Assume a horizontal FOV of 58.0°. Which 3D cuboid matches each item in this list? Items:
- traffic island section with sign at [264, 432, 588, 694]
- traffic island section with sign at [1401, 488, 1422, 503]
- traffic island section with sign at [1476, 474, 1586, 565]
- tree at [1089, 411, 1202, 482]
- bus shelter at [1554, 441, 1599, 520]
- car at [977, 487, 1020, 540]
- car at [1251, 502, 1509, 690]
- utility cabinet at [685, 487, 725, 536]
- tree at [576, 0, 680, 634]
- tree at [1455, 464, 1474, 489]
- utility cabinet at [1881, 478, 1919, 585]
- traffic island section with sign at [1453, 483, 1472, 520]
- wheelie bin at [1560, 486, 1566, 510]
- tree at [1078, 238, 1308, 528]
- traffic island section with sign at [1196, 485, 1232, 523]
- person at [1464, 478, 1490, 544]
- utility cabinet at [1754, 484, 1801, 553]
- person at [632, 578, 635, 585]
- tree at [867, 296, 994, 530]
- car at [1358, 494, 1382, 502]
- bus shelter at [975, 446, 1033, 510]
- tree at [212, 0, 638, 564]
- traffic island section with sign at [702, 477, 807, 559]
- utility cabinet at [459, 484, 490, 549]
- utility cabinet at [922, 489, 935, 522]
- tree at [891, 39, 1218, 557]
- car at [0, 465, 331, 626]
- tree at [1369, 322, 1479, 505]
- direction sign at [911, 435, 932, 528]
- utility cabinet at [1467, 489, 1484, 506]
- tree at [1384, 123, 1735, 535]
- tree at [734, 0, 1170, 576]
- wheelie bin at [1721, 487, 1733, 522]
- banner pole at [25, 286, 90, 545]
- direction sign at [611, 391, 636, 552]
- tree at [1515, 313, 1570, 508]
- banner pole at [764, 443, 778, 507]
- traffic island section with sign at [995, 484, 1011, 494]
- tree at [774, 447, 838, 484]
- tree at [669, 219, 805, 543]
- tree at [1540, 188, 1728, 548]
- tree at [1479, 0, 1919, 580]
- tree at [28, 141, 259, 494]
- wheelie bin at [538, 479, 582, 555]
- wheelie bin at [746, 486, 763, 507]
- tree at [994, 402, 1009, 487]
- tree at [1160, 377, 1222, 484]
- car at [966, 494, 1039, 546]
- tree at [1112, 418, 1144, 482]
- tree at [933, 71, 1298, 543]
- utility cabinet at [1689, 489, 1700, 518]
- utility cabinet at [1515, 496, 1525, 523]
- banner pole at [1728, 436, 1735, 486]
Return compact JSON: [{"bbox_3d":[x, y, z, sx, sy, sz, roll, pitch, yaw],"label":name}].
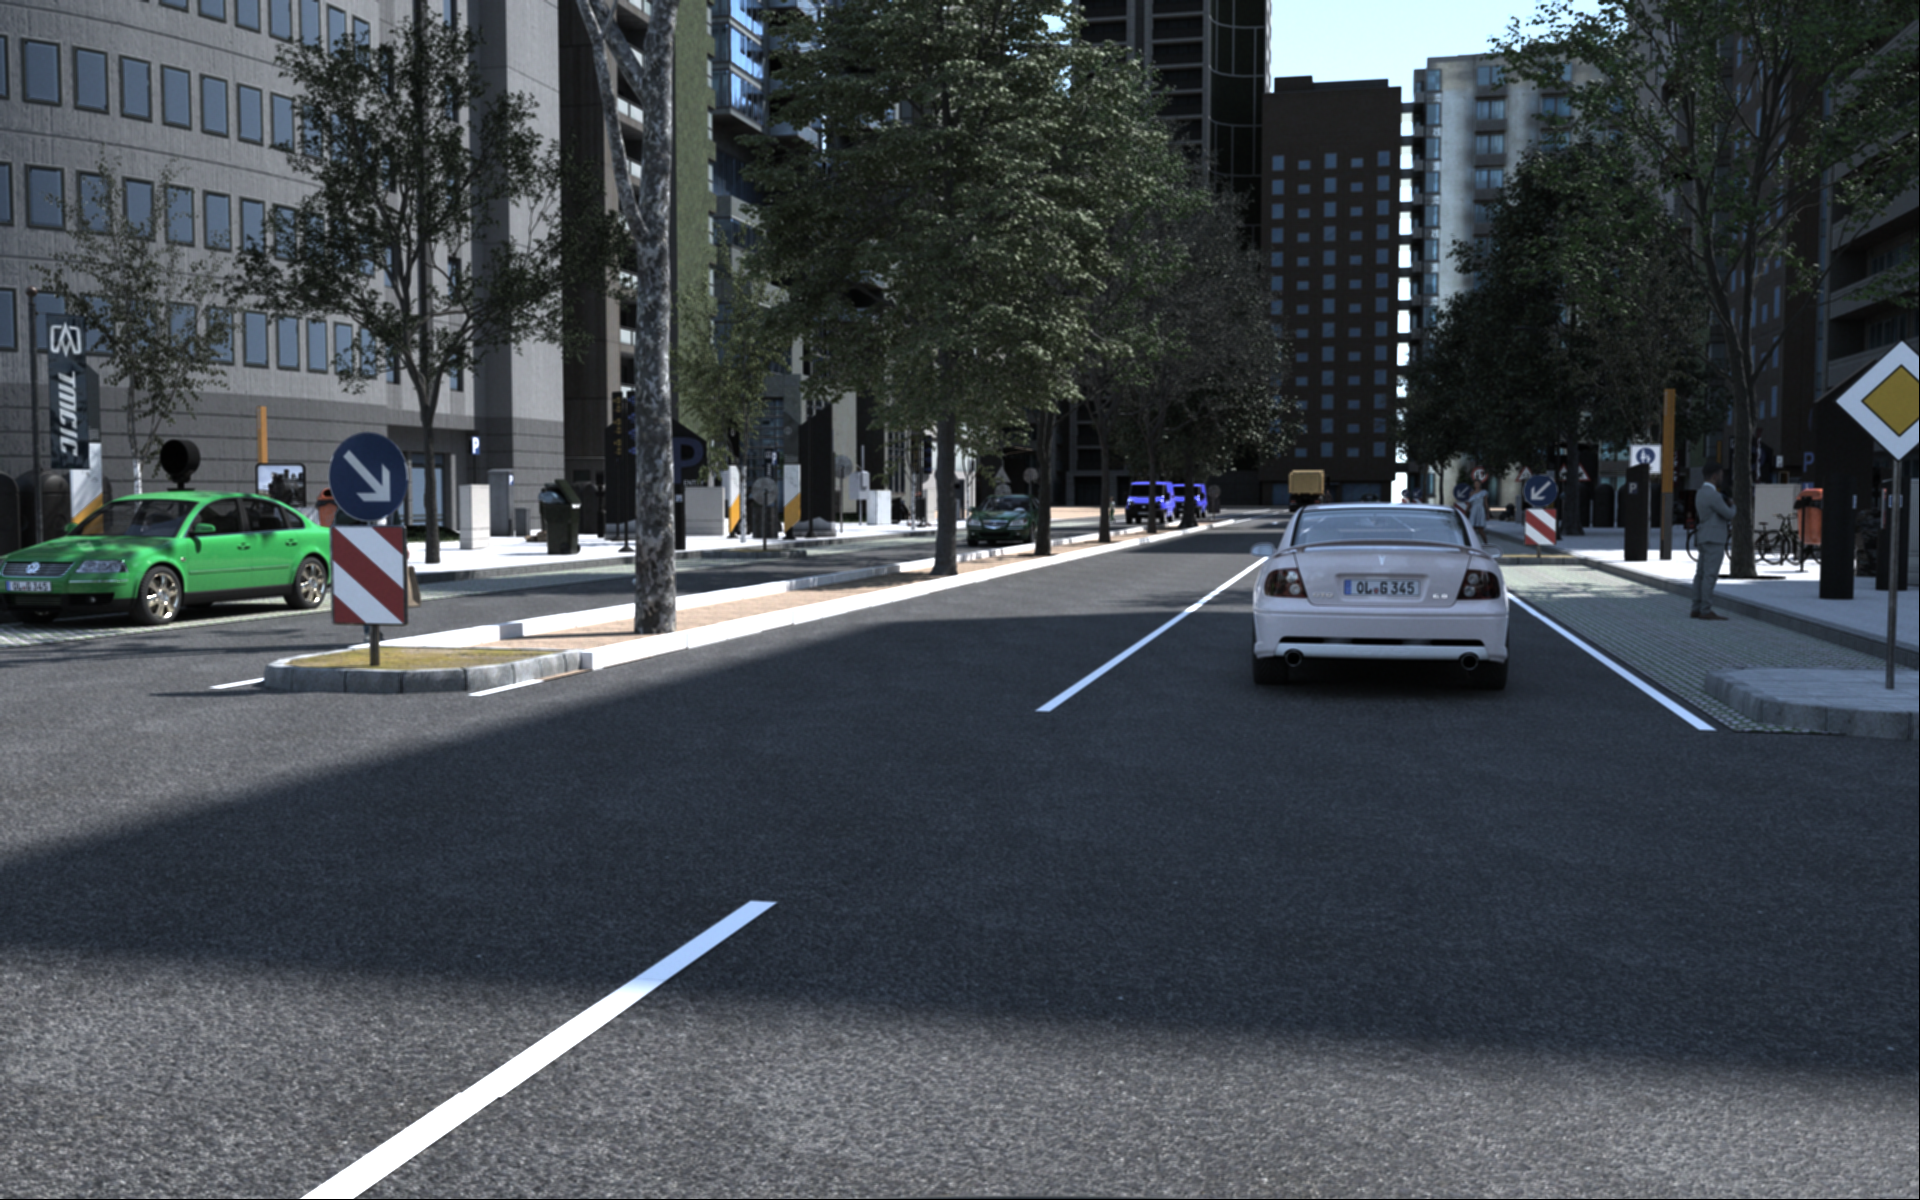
[{"bbox_3d":[-4.237,-0.325,13.443,2.006,1.907,1.989,1,4,13],"label":"traffic island section with sign"},{"bbox_3d":[29.112,-6.252,110.847,1.989,1.847,2.006,1,4,13],"label":"traffic island section with sign"},{"bbox_3d":[11.752,-1.653,35.650,1.989,1.847,2.006,1,4,13],"label":"traffic island section with sign"},{"bbox_3d":[14.557,-12.258,134.833,8.767,10.594,7.601,-1,4,-11],"label":"tree"},{"bbox_3d":[27.994,-5.384,79.319,1.731,3.624,6.357,1,4,13],"label":"bus shelter"},{"bbox_3d":[1.611,-2.743,54.640,2.009,1.686,4.222,1,4,12],"label":"car"},{"bbox_3d":[3.408,-0.113,14.211,2.083,1.381,4.827,1,4,12],"label":"car"},{"bbox_3d":[-7.757,-2.691,52.679,1.173,1.500,0.318,0,4,4],"label":"utility cabinet"},{"bbox_3d":[-4.121,-9.782,18.282,12.611,20.169,13.585,0,3,0],"label":"tree"},{"bbox_3d":[31.538,-6.977,108.675,1.663,3.219,1.824,0,3,0],"label":"tree"},{"bbox_3d":[13.478,-0.946,24.139,0.318,1.500,1.173,-2,4,-31],"label":"utility cabinet"},{"bbox_3d":[17.813,-3.259,61.918,1.989,1.847,2.006,1,4,13],"label":"traffic island section with sign"},{"bbox_3d":[24.492,-3.759,69.364,0.980,1.594,0.693,0,4,4],"label":"wheelie bin"},{"bbox_3d":[9.647,-9.366,72.602,9.611,12.733,9.660,0,3,0],"label":"tree"},{"bbox_3d":[12.648,-4.803,86.667,2.006,1.907,1.989,1,4,13],"label":"traffic island section with sign"},{"bbox_3d":[12.423,-2.021,41.634,0.778,1.811,0.616,-3,5,-44],"label":"person"},{"bbox_3d":[17.874,-1.780,37.789,0.318,1.500,1.173,-1,4,-16],"label":"utility cabinet"},{"bbox_3d":[-4.557,-1.002,25.554,0.598,1.740,0.731,-2,4,-31],"label":"person"},{"bbox_3d":[-1.647,-6.833,62.078,4.737,8.622,4.395,0,3,0],"label":"tree"},{"bbox_3d":[35.336,-8.531,149.270,2.009,1.686,4.222,1,4,13],"label":"car"},{"bbox_3d":[2.251,-5.840,86.768,1.731,3.624,6.357,1,4,13],"label":"bus shelter"},{"bbox_3d":[-9.677,-5.971,32.039,8.767,10.594,7.601,0,4,7],"label":"tree"},{"bbox_3d":[-4.556,-1.865,39.117,1.989,1.847,2.006,1,4,13],"label":"traffic island section with sign"},{"bbox_3d":[-11.285,-1.931,40.246,0.318,1.500,1.173,0,4,5],"label":"utility cabinet"},{"bbox_3d":[-1.460,-4.256,78.271,0.318,1.500,1.173,1,4,16],"label":"utility cabinet"},{"bbox_3d":[1.994,-6.805,39.479,9.928,11.665,9.643,0,3,0],"label":"tree"},{"bbox_3d":[-9.157,-0.701,20.255,1.959,1.807,4.718,1,4,13],"label":"car"},{"bbox_3d":[34.278,-13.032,123.441,12.009,13.543,11.850,0,3,0],"label":"tree"},{"bbox_3d":[-1.484,-4.554,66.452,0.876,3.537,0.379,-2,4,-27],"label":"direction sign"},{"bbox_3d":[24.350,-4.470,81.761,0.318,1.500,1.173,3,5,44],"label":"utility cabinet"},{"bbox_3d":[19.167,-8.373,53.906,9.611,12.733,9.660,0,3,0],"label":"tree"},{"bbox_3d":[-0.264,-6.715,30.382,7.486,12.596,7.792,0,3,0],"label":"tree"},{"bbox_3d":[35.339,-4.408,79.985,0.980,1.594,0.693,-3,5,-43],"label":"wheelie bin"},{"bbox_3d":[-11.043,-1.905,21.158,0.401,3.779,0.863,3,4,38],"label":"banner pole"},{"bbox_3d":[-7.384,-2.828,38.242,0.876,3.537,0.379,3,5,42],"label":"direction sign"},{"bbox_3d":[22.020,-7.113,66.661,4.737,8.622,4.395,0,3,0],"label":"tree"},{"bbox_3d":[-9.123,-5.756,84.133,0.863,3.779,0.401,-2,4,-27],"label":"banner pole"},{"bbox_3d":[1.582,-3.494,65.751,1.989,1.847,2.006,1,4,13],"label":"traffic island section with sign"},{"bbox_3d":[-7.975,-6.501,90.009,4.285,4.588,4.351,0,3,0],"label":"tree"},{"bbox_3d":[-5.921,-5.812,45.389,4.737,8.622,4.395,0,3,0],"label":"tree"},{"bbox_3d":[16.033,-5.529,40.769,4.360,8.622,3.978,0,3,0],"label":"tree"},{"bbox_3d":[11.858,-6.139,26.130,9.928,11.665,9.643,0,3,0],"label":"tree"},{"bbox_3d":[-17.513,-5.315,37.271,4.360,8.622,3.978,0,3,0],"label":"tree"},{"bbox_3d":[-8.470,-1.765,36.766,0.693,1.594,0.980,0,4,7],"label":"wheelie bin"},{"bbox_3d":[-8.083,-3.660,67.744,0.693,1.594,0.980,-3,5,-40],"label":"wheelie bin"},{"bbox_3d":[0.352,-7.648,75.403,4.737,8.622,4.395,0,3,0],"label":"tree"},{"bbox_3d":[21.845,-15.754,164.236,9.857,13.997,8.962,0,3,0],"label":"tree"},{"bbox_3d":[1.410,-2.277,49.029,2.131,1.459,4.920,1,4,12],"label":"car"},{"bbox_3d":[12.691,-10.632,124.198,4.360,8.622,3.978,0,3,0],"label":"tree"},{"bbox_3d":[4.238,-8.405,50.242,12.009,13.543,11.850,0,3,0],"label":"tree"},{"bbox_3d":[33.606,-4.261,78.343,1.173,1.500,0.318,2,4,26],"label":"utility cabinet"},{"bbox_3d":[24.807,-3.944,75.640,1.020,1.237,0.306,1,4,13],"label":"utility cabinet"},{"bbox_3d":[29.433,-4.610,65.383,0.863,3.779,0.401,1,4,12],"label":"banner pole"}]
